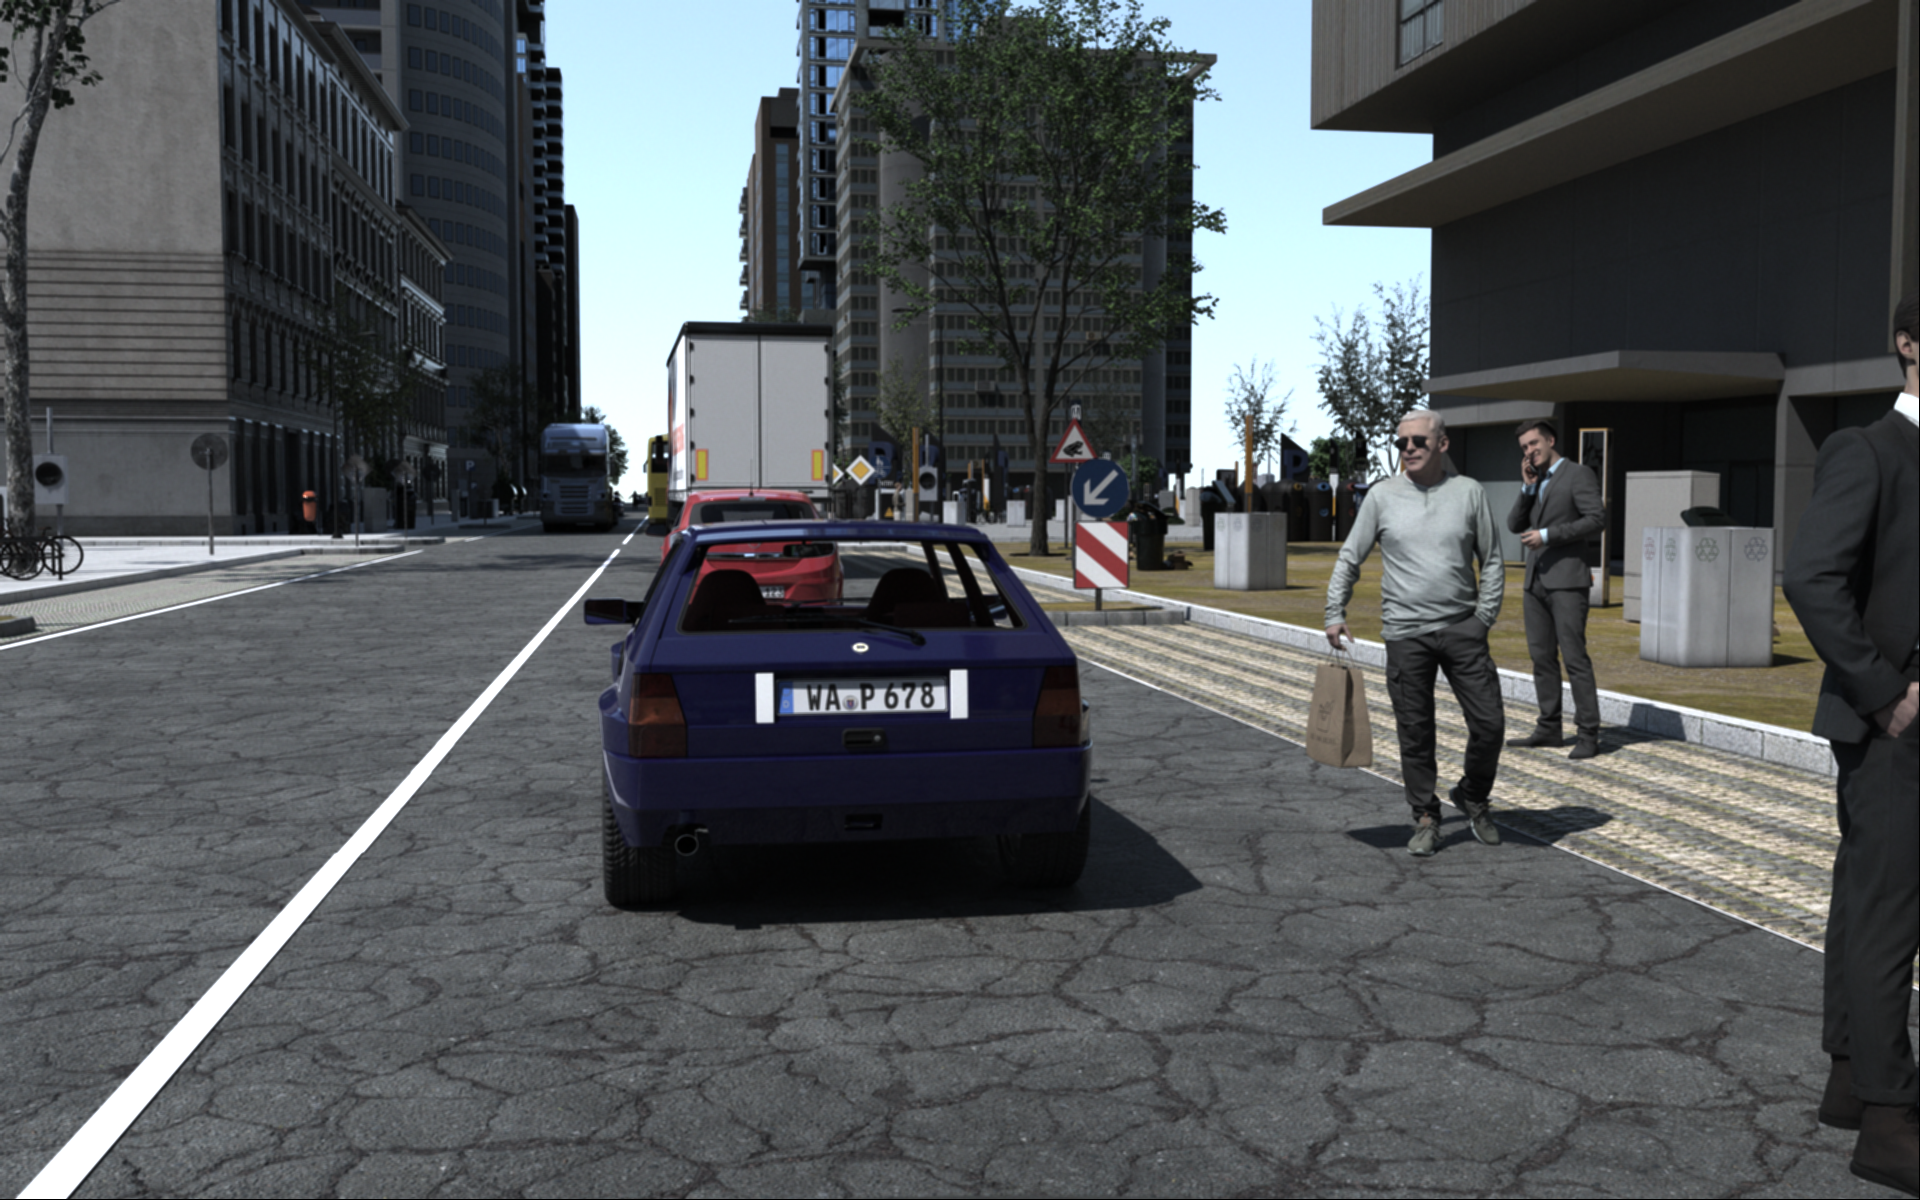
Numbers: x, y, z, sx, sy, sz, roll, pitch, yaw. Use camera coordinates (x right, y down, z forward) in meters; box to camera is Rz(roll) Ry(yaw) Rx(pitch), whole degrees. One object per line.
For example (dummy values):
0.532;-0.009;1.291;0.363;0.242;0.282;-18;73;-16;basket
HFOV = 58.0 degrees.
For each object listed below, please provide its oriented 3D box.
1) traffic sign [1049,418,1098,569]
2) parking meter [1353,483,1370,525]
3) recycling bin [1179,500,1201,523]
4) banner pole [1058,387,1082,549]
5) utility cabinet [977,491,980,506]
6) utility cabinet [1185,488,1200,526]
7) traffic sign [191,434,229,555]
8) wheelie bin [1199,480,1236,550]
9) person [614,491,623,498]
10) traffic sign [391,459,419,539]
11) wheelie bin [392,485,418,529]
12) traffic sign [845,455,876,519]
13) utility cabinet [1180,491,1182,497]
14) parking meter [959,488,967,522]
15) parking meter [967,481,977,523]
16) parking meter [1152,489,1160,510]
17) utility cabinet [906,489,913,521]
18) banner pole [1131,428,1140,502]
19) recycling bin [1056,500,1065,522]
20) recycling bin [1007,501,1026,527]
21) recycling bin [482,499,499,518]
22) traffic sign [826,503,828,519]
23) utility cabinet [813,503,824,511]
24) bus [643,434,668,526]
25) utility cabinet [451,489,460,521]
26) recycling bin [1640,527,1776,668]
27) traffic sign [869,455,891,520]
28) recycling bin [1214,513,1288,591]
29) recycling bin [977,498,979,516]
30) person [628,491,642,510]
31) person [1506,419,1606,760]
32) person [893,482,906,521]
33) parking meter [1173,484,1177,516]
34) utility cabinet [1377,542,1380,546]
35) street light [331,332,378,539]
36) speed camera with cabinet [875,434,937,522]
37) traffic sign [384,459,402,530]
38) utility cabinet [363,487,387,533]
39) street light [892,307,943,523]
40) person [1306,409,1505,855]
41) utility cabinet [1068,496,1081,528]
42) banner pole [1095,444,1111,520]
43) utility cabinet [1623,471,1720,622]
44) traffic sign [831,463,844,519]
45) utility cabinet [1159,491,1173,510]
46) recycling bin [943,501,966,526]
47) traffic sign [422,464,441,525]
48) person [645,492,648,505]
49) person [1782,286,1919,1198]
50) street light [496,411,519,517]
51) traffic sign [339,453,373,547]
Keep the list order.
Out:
1.943;-1.808;29.558;0.884;2.594;0.081;0;4;-7;traffic sign
9.460;-1.982;40.811;0.372;1.533;0.369;0;3;0;parking meter
10.152;-3.909;76.472;0.722;1.027;0.722;3;5;42;recycling bin
2.617;-3.086;40.467;0.401;3.779;0.863;-2;4;-30;banner pole
1.055;-7.351;128.866;0.318;1.500;1.173;-2;4;-34;utility cabinet
9.301;-3.697;69.121;0.318;1.500;1.173;0;4;-7;utility cabinet
-15.807;-2.227;36.510;0.768;2.556;0.104;0;4;-5;traffic sign
5.890;-1.948;39.760;0.693;1.594;0.980;2;4;27;wheelie bin
-32.281;-9.434;163.266;1.217;1.766;0.721;1;4;8;person
-15.988;-2.831;49.937;0.795;2.450;0.064;-1;4;-10;traffic sign
-20.332;-3.402;63.539;0.693;1.594;0.980;3;4;36;wheelie bin
-2.533;-2.473;44.080;0.795;2.450;0.064;-1;4;-10;traffic sign
15.333;-6.946;122.253;0.318;1.500;1.173;2;4;28;utility cabinet
0.135;-4.270;78.231;0.372;1.533;0.369;0;3;0;parking meter
0.543;-4.381;77.341;0.399;1.863;0.255;-2;4;-31;parking meter
9.244;-4.486;81.762;0.372;1.533;0.369;0;3;0;parking meter
-2.170;-4.458;81.560;0.318;1.500;1.173;-3;5;-42;utility cabinet
6.598;-4.594;65.124;0.401;3.779;0.863;2;4;31;banner pole
4.827;-4.043;78.658;0.722;1.027;0.722;-2;4;-26;recycling bin
2.193;-3.363;67.542;0.722;1.027;0.722;0;4;2;recycling bin
-24.967;-4.865;92.089;0.722;1.027;0.722;0;4;2;recycling bin
-5.658;-4.498;73.646;0.768;2.556;0.104;-1;4;-9;traffic sign
-6.888;-4.317;81.744;1.020;1.237;0.306;2;4;29;utility cabinet
-11.209;-4.753;69.252;2.896;3.916;12.252;-1;4;-10;bus
-23.435;-4.392;80.493;0.318;1.500;1.173;-1;4;-11;utility cabinet
5.642;-0.033;13.095;0.722;1.027;0.722;0;4;-3;recycling bin
-2.617;-3.442;56.375;0.768;2.556;0.104;0;4;-7;traffic sign
3.904;-0.656;23.276;0.722;1.027;0.722;-2;4;-29;recycling bin
0.691;-5.566;103.556;0.722;1.027;0.722;2;4;33;recycling bin
-29.344;-8.999;156.361;1.217;1.736;0.721;0;4;-3;person
3.258;-0.076;9.549;0.447;1.846;0.655;-1;4;-21;person
-1.684;-2.400;48.282;0.362;1.759;0.519;-1;4;-9;person
12.602;-5.825;100.950;0.255;1.863;0.399;1;4;21;parking meter
10.718;-1.919;42.546;0.306;1.237;1.020;-2;4;-33;utility cabinet
-17.392;-4.724;49.778;1.470;5.913;1.316;-1;4;-10;street light
-1.768;-3.846;57.220;2.038;3.252;0.660;0;4;0;speed camera with cabinet
-20.358;-3.812;62.431;0.768;2.556;0.104;0;3;0;traffic sign
-19.339;-2.976;57.333;0.318;1.500;1.173;0;4;4;utility cabinet
-1.010;-4.329;43.325;1.470;5.913;1.316;-1;4;-10;street light
1.797;0.123;6.969;0.782;1.767;0.515;1;4;11;person
4.258;-3.286;64.892;0.306;1.237;1.020;-1;4;-15;utility cabinet
7.191;-5.913;86.701;0.863;3.779;0.401;1;4;20;banner pole
6.922;-0.501;16.865;0.318;1.500;1.173;-1;4;-8;utility cabinet
-3.861;-2.955;51.954;0.795;2.450;0.064;-1;4;-10;traffic sign
13.660;-6.520;115.273;1.173;1.500;0.318;-2;4;-24;utility cabinet
-0.253;-2.919;60.278;0.722;1.027;0.722;2;4;26;recycling bin
-22.114;-4.430;72.537;0.768;2.556;0.104;0;4;-5;traffic sign
-40.361;-13.088;223.158;0.621;1.740;0.551;-2;4;-25;person
2.110;0.252;3.742;0.474;1.900;0.648;3;5;44;person
-25.345;-7.607;96.916;1.470;5.913;1.316;-1;4;-10;street light
-14.660;-2.350;42.063;0.795;2.450;0.064;-1;4;-10;traffic sign
